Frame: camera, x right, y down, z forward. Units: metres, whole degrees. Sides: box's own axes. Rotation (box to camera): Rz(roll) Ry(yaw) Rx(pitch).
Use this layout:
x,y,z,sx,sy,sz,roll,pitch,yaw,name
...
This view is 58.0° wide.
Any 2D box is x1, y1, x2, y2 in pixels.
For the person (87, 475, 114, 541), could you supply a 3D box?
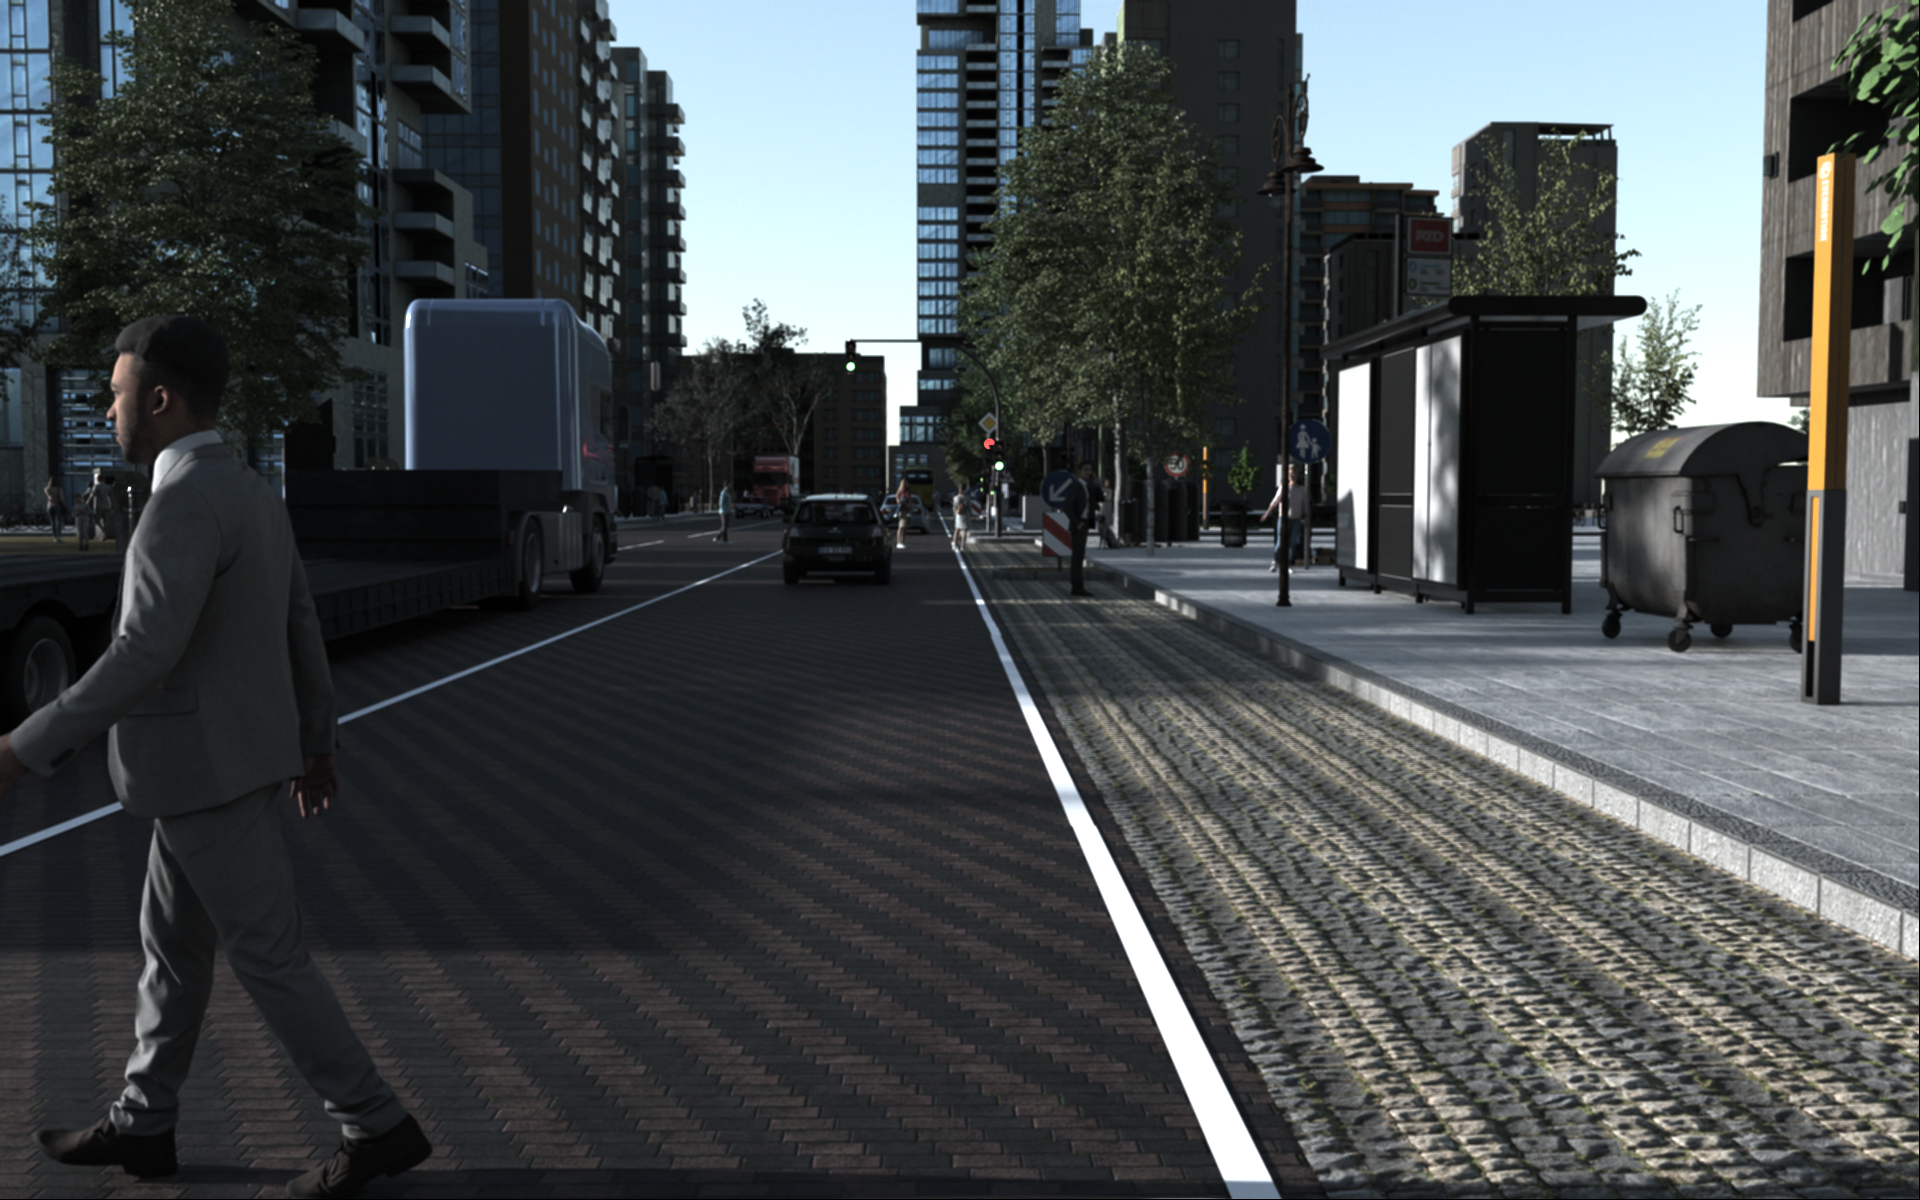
x,y,z,sx,sy,sz,roll,pitch,yaw,name
-23.527,-2.521,47.375,0.853,1.813,0.709,1,4,21,person

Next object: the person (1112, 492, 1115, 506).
x,y,z,sx,sy,sz,roll,pitch,yaw,name
12.083,-7.727,135.634,1.065,1.426,0.557,0,4,-1,person

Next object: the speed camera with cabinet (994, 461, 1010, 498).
x,y,z,sx,sy,sz,roll,pitch,yaw,name
2.466,-6.635,102.812,0.660,3.252,2.038,2,4,31,speed camera with cabinet

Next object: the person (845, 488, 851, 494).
x,y,z,sx,sy,sz,roll,pitch,yaw,name
-8.006,-6.981,122.553,0.656,1.842,0.836,-3,4,-36,person

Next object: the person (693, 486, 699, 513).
x,y,z,sx,sy,sz,roll,pitch,yaw,name
-17.914,-6.821,117.573,0.388,1.821,0.555,0,4,8,person

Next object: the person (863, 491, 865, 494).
x,y,z,sx,sy,sz,roll,pitch,yaw,name
-10.413,-10.902,187.464,1.217,1.736,0.721,-2,4,-30,person

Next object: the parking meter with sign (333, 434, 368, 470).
x,y,z,sx,sy,sz,roll,pitch,yaw,name
-17.756,-3.353,51.077,0.543,3.016,1.738,3,5,45,parking meter with sign

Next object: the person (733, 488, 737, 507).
x,y,z,sx,sy,sz,roll,pitch,yaw,name
-21.707,-9.871,167.432,0.705,1.824,1.348,0,4,2,person

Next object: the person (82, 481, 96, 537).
x,y,z,sx,sy,sz,roll,pitch,yaw,name
-27.268,-2.805,54.333,0.622,1.834,0.822,2,4,23,person

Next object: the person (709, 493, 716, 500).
x,y,z,sx,sy,sz,roll,pitch,yaw,name
-25.623,-10.417,179.545,0.799,1.438,0.628,0,4,2,person

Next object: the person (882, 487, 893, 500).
x,y,z,sx,sy,sz,roll,pitch,yaw,name
-3.534,-4.665,84.949,0.590,1.801,0.661,0,4,-7,person

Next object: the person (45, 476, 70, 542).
x,y,z,sx,sy,sz,roll,pitch,yaw,name
-24.110,-2.420,46.201,0.593,1.750,0.643,0,4,-6,person

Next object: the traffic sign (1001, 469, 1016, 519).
x,y,z,sx,sy,sz,roll,pitch,yaw,name
2.471,-5.415,88.538,0.884,2.594,0.081,0,4,7,traffic sign

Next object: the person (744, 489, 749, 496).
x,y,z,sx,sy,sz,roll,pitch,yaw,name
-25.171,-12.114,203.970,0.709,1.838,0.599,0,4,5,person

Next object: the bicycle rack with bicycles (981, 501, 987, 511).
x,y,z,sx,sy,sz,roll,pitch,yaw,name
2.907,-7.216,131.358,2.852,0.926,2.925,-2,4,-33,bicycle rack with bicycles

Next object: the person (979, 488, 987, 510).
x,y,z,sx,sy,sz,roll,pitch,yaw,name
1.762,-8.390,143.318,1.348,1.812,0.705,-1,4,-22,person

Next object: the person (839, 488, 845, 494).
x,y,z,sx,sy,sz,roll,pitch,yaw,name
-6.817,-5.562,99.671,0.478,1.798,0.641,1,4,15,person

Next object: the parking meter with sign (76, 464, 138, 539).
x,y,z,sx,sy,sz,roll,pitch,yaw,name
-24.375,-3.259,49.551,0.543,3.016,1.738,3,4,36,parking meter with sign

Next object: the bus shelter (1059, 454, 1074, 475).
x,y,z,sx,sy,sz,roll,pitch,yaw,name
5.457,-6.557,98.485,1.731,3.624,6.357,0,4,-1,bus shelter

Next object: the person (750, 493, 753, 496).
x,y,z,sx,sy,sz,roll,pitch,yaw,name
-25.056,-12.189,208.557,0.991,1.433,0.599,-1,4,-15,person

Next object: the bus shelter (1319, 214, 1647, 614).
x,y,z,sx,sy,sz,roll,pitch,yaw,name
6.116,-2.750,22.596,2.179,5.291,8.768,0,4,-1,bus shelter

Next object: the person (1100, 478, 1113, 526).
x,y,z,sx,sy,sz,roll,pitch,yaw,name
4.359,-2.718,51.050,0.480,1.755,0.524,-3,4,-37,person

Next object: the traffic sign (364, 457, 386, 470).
x,y,z,sx,sy,sz,roll,pitch,yaw,name
-20.105,-3.633,59.513,0.768,2.556,0.104,0,4,3,traffic sign

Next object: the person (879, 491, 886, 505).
x,y,z,sx,sy,sz,roll,pitch,yaw,name
-7.739,-10.067,173.648,0.990,1.755,0.434,-3,5,-39,person

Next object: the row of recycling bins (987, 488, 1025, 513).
x,y,z,sx,sy,sz,roll,pitch,yaw,name
3.138,-6.769,117.782,1.069,1.692,3.534,-3,5,-42,row of recycling bins

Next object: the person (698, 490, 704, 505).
x,y,z,sx,sy,sz,roll,pitch,yaw,name
-30.598,-12.106,204.530,0.434,1.755,0.990,3,5,41,person

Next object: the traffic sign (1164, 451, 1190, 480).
x,y,z,sx,sy,sz,roll,pitch,yaw,name
6.453,-3.148,51.570,0.768,2.556,0.104,0,4,2,traffic sign

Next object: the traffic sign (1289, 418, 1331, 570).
x,y,z,sx,sy,sz,roll,pitch,yaw,name
5.875,-1.785,29.290,0.768,2.556,0.104,0,4,6,traffic sign

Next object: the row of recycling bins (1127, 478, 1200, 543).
x,y,z,sx,sy,sz,roll,pitch,yaw,name
5.433,-2.437,46.955,1.069,1.692,3.534,3,4,38,row of recycling bins

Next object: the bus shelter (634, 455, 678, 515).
x,y,z,sx,sy,sz,roll,pitch,yaw,name
-18.516,-7.008,105.862,1.731,3.624,6.357,0,4,-1,bus shelter

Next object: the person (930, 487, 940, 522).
x,y,z,sx,sy,sz,roll,pitch,yaw,name
-1.309,-4.824,87.566,0.606,1.804,0.583,3,5,43,person

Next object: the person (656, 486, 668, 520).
x,y,z,sx,sy,sz,roll,pitch,yaw,name
-15.333,-4.925,88.883,0.748,1.841,0.638,-2,4,-34,person

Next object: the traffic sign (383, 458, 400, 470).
x,y,z,sx,sy,sz,roll,pitch,yaw,name
-20.179,-3.737,61.207,0.768,2.556,0.104,0,4,5,traffic sign

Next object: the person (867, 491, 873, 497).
x,y,z,sx,sy,sz,roll,pitch,yaw,name
-9.107,-9.997,172.464,1.217,1.766,0.721,2,4,30,person

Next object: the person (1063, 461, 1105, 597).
x,y,z,sx,sy,sz,roll,pitch,yaw,name
1.758,-1.007,24.321,0.474,1.900,0.648,1,4,22,person

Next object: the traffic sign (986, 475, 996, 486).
x,y,z,sx,sy,sz,roll,pitch,yaw,name
1.976,-6.887,112.707,0.768,2.556,0.104,0,4,4,traffic sign

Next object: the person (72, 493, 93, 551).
x,y,z,sx,sy,sz,roll,pitch,yaw,name
-19.932,-1.775,39.338,0.425,1.301,0.394,-2,4,-27,person

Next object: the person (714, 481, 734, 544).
x,y,z,sx,sy,sz,roll,pitch,yaw,name
-6.818,-2.534,49.955,0.620,1.820,0.660,0,4,0,person

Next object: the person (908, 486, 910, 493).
x,y,z,sx,sy,sz,roll,pitch,yaw,name
-2.710,-4.975,89.831,0.713,1.824,0.794,0,4,-6,person

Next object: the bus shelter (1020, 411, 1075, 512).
x,y,z,sx,sy,sz,roll,pitch,yaw,name
3.966,-6.305,80.723,2.179,5.291,8.768,0,4,-1,bus shelter

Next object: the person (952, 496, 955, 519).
x,y,z,sx,sy,sz,roll,pitch,yaw,name
-0.212,-5.355,100.309,0.590,1.304,0.306,-1,4,-20,person

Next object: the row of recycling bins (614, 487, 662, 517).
x,y,z,sx,sy,sz,roll,pitch,yaw,name
-18.483,-5.533,97.579,3.534,1.692,1.069,0,4,-3,row of recycling bins

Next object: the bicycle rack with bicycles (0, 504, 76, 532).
x,y,z,sx,sy,sz,roll,pitch,yaw,name
-32.049,-2.825,59.578,2.925,0.926,2.852,-2,4,-24,bicycle rack with bicycles

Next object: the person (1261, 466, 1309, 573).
x,y,z,sx,sy,sz,roll,pitch,yaw,name
5.260,-1.318,28.262,0.731,1.740,0.598,-1,4,-15,person

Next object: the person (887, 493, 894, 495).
x,y,z,sx,sy,sz,roll,pitch,yaw,name
-4.494,-6.341,112.363,0.721,1.800,0.419,-3,4,-38,person

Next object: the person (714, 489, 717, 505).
x,y,z,sx,sy,sz,roll,pitch,yaw,name
-29.348,-12.360,208.065,0.705,1.831,1.348,-1,4,-15,person

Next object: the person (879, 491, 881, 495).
x,y,z,sx,sy,sz,roll,pitch,yaw,name
-9.441,-11.996,205.187,0.990,1.755,0.434,-3,4,-36,person
